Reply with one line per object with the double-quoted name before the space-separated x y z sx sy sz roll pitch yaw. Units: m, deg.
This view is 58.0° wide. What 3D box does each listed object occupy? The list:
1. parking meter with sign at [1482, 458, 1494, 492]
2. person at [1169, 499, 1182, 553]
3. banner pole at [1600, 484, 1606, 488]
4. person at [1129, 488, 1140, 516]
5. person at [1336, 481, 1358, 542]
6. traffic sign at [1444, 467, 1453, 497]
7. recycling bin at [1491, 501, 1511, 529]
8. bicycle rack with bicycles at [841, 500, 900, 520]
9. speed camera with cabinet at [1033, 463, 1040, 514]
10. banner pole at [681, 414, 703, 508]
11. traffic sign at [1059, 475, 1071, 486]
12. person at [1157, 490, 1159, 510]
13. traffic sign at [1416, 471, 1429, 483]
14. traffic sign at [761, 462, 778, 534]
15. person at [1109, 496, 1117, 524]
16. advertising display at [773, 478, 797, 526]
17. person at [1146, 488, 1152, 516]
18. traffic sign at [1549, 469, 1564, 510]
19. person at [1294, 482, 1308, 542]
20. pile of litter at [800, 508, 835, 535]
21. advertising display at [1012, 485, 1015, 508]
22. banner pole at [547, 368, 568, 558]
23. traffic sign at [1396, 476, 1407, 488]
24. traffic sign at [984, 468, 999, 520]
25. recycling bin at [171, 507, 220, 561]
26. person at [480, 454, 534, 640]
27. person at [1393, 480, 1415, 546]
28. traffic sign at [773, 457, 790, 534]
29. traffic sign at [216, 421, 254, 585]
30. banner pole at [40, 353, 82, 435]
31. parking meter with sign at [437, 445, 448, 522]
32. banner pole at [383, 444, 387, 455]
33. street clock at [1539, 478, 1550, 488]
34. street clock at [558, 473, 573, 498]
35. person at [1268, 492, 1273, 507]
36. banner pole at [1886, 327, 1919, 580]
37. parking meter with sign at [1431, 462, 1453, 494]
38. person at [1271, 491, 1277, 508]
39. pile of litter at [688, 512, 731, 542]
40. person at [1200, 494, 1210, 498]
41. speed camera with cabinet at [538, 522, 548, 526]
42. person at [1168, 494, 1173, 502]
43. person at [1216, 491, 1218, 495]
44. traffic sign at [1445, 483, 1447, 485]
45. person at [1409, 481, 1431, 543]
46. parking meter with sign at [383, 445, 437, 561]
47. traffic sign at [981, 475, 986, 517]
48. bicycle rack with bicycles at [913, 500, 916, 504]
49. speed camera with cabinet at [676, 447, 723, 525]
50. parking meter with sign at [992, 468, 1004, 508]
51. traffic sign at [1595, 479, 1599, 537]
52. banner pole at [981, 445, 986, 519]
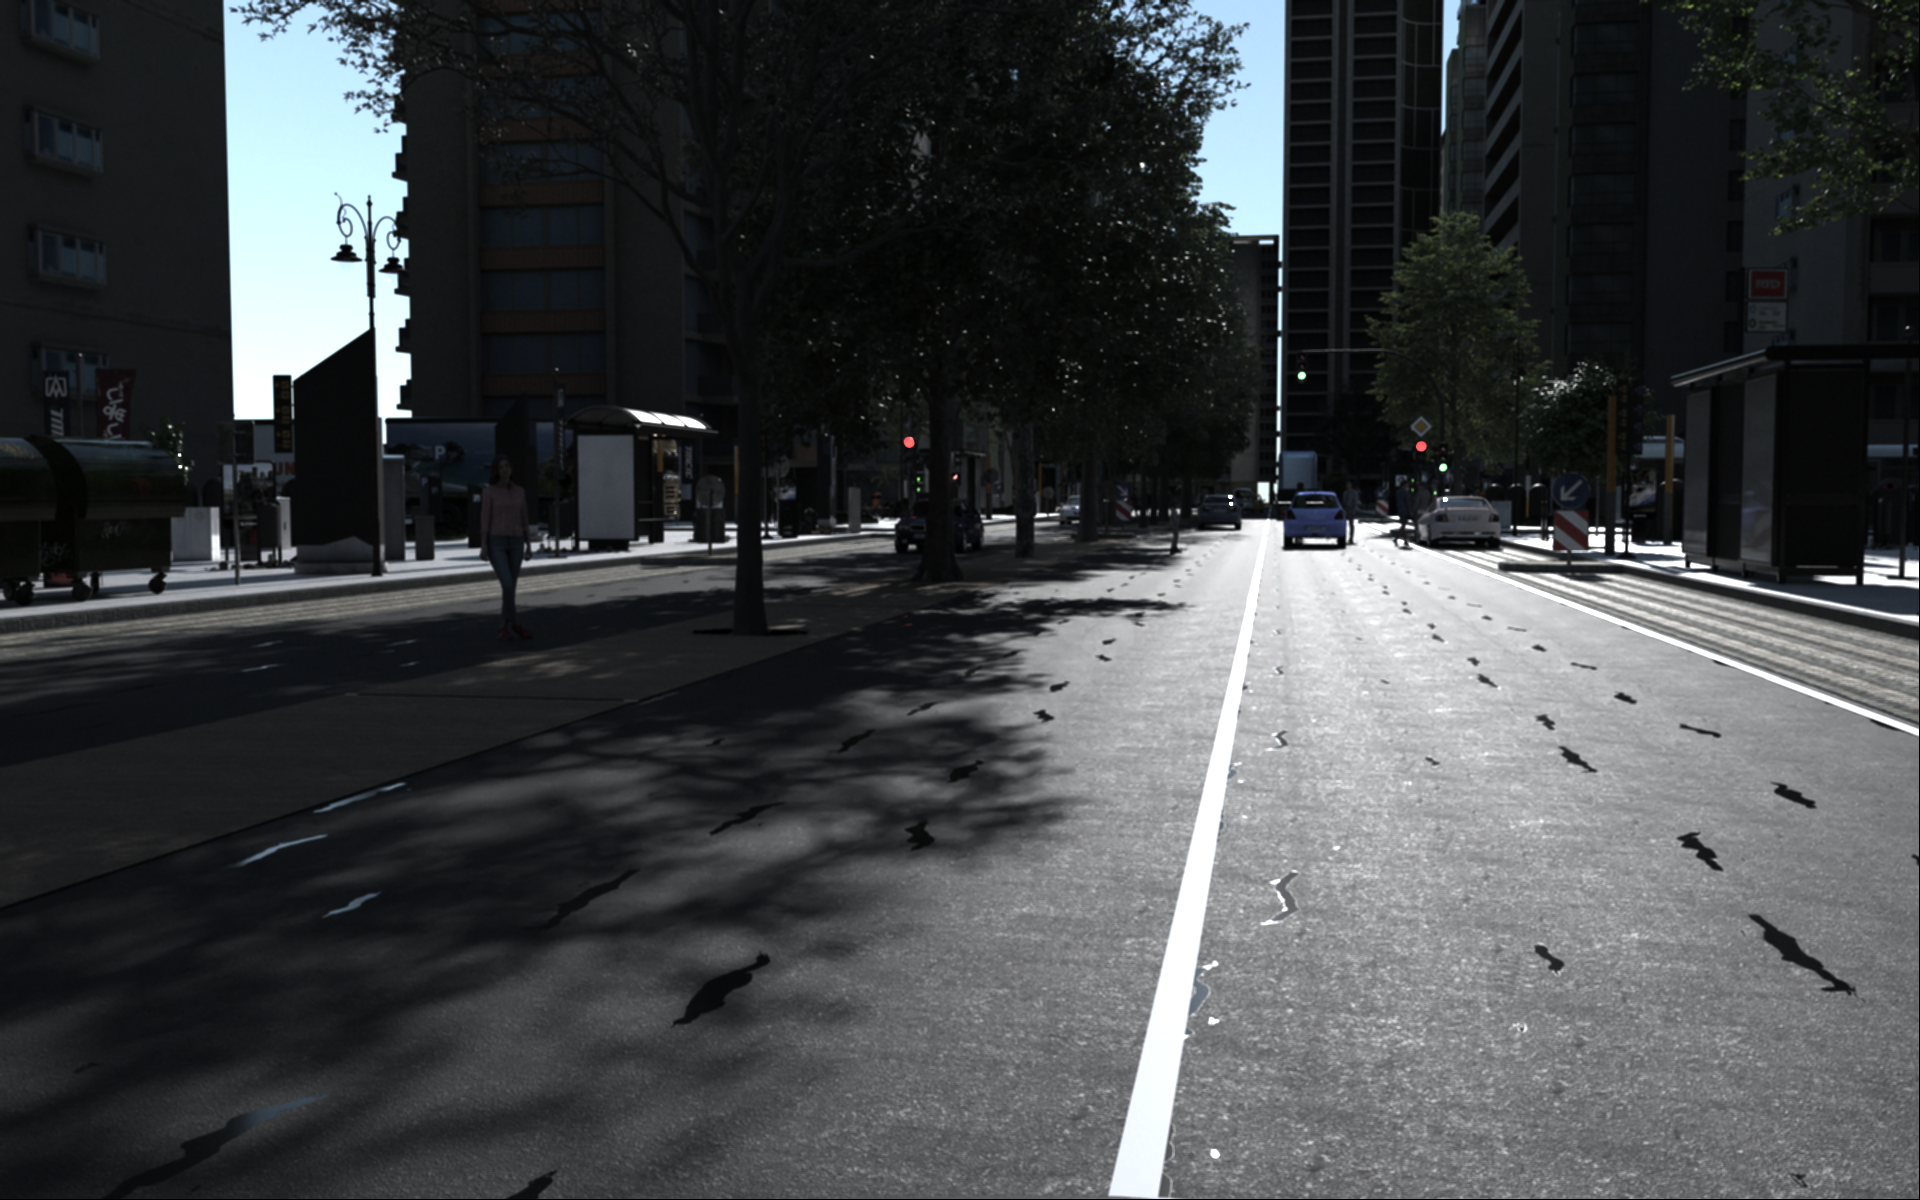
"parking meter with sign" 25.836 -5.422 84.905 0.543 3.016 1.738 1 4 14
"person" 5.240 -1.791 42.056 0.394 1.301 0.425 -1 4 -17
"banner pole" 30.072 -5.523 80.324 0.401 3.779 0.863 -3 4 -38
"person" 11.123 -6.247 110.597 0.822 1.834 0.622 1 4 13
"person" 11.588 -2.634 51.658 0.391 1.810 0.635 -3 5 -44
"traffic sign" 23.435 -5.061 82.860 0.768 2.556 0.104 1 4 13
"recycling bin" 20.207 -3.190 64.716 0.722 1.027 0.722 1 4 16
"bicycle rack with bicycles" -4.522 -4.494 86.866 2.925 0.926 2.852 0 4 1
"speed camera with cabinet" 4.616 -7.085 110.173 0.660 3.252 2.038 1 4 12
"banner pole" -8.363 -3.940 54.435 0.863 3.779 0.401 -1 4 -18
"traffic sign" 7.227 -7.318 119.647 0.884 2.594 0.081 1 4 17
"person" 17.893 -8.973 155.745 0.750 1.759 0.617 -2 4 -24
"traffic sign" 25.495 -5.847 95.709 0.768 2.556 0.104 1 4 14
"traffic sign" -5.912 -3.219 52.736 0.768 2.556 0.104 1 4 17
"person" 7.324 -4.558 83.202 0.511 1.800 0.466 3 5 42
"advertising display" -6.932 -3.885 68.736 0.974 1.923 0.123 1 4 12
"person" 12.379 -6.394 112.814 0.659 1.850 0.755 0 4 -6
"traffic sign" 16.836 -2.959 48.375 0.884 2.594 0.081 1 4 11
"person" 10.232 -2.654 52.143 0.529 1.795 0.600 -3 4 -37
"pile of litter" -4.479 -2.495 54.761 1.176 0.858 1.719 2 4 35
"advertising display" 4.058 -7.218 123.230 0.123 1.923 0.974 -2 4 -33
"banner pole" -7.961 -2.715 34.414 0.401 3.779 0.863 -2 4 -29
"traffic sign" 23.884 -5.606 93.782 0.606 2.300 0.079 1 4 14
"traffic sign" 1.540 -5.229 85.597 0.768 2.556 0.104 1 4 15
"recycling bin" -14.745 -1.276 33.419 0.722 1.027 0.722 -1 4 -9
"person" -4.482 -0.522 17.042 0.388 1.821 0.555 3 5 39
"person" 12.159 -2.392 47.640 0.654 1.822 0.581 -1 4 -13
"traffic sign" -5.775 -3.358 55.015 0.768 2.556 0.104 1 4 15
"traffic sign" -10.202 -1.362 24.399 0.606 2.300 0.079 1 4 15
"banner pole" -15.908 -2.499 30.874 0.863 3.779 0.401 0 4 -3
"parking meter with sign" -18.562 -3.932 60.545 0.543 3.016 1.738 1 4 13
"banner pole" -25.163 -5.248 75.821 0.863 3.779 0.401 0 4 1
"street clock" 26.573 -4.541 78.819 0.358 2.002 0.471 -2 4 -24
"street clock" -13.465 -3.340 59.185 0.471 2.002 0.358 0 4 8
"person" 34.406 -11.104 191.526 0.593 1.643 0.415 0 4 4
"banner pole" 14.427 -2.198 25.961 0.863 3.779 0.401 1 4 11
"parking meter with sign" 25.793 -5.945 93.464 1.738 3.016 0.543 0 4 3
"person" 31.400 -10.014 172.678 0.683 1.767 0.568 -2 4 -28
"pile of litter" -6.748 -1.994 46.568 1.176 0.858 1.719 0 4 -4
"person" 23.308 -9.498 163.891 1.348 1.812 0.705 1 4 13
"speed camera with cabinet" -15.692 -4.547 68.675 2.038 3.252 0.660 1 4 13
"person" 19.339 -9.072 160.089 1.065 1.426 0.557 -1 4 -11
"person" 30.015 -11.808 201.430 0.599 1.838 0.709 1 4 8
"traffic sign" 27.428 -6.013 98.421 0.768 2.556 0.104 1 4 11
"person" 13.526 -2.578 50.759 0.694 1.812 0.767 -2 4 -33
"parking meter with sign" -11.092 -2.278 33.499 1.738 3.016 0.543 -1 4 -15
"traffic sign" 1.417 -5.697 95.269 0.606 2.300 0.079 1 4 11
"bicycle rack with bicycles" -2.813 -5.288 99.849 2.852 0.926 2.925 -2 4 -26
"speed camera with cabinet" -10.975 -4.772 72.362 2.038 3.252 0.660 1 4 12
"parking meter with sign" 2.467 -7.323 115.988 0.543 3.016 1.738 -2 4 -25
"traffic sign" 19.194 -3.182 52.133 0.768 2.556 0.104 1 4 18
"banner pole" 1.225 -6.078 89.389 0.401 3.779 0.863 0 4 5
